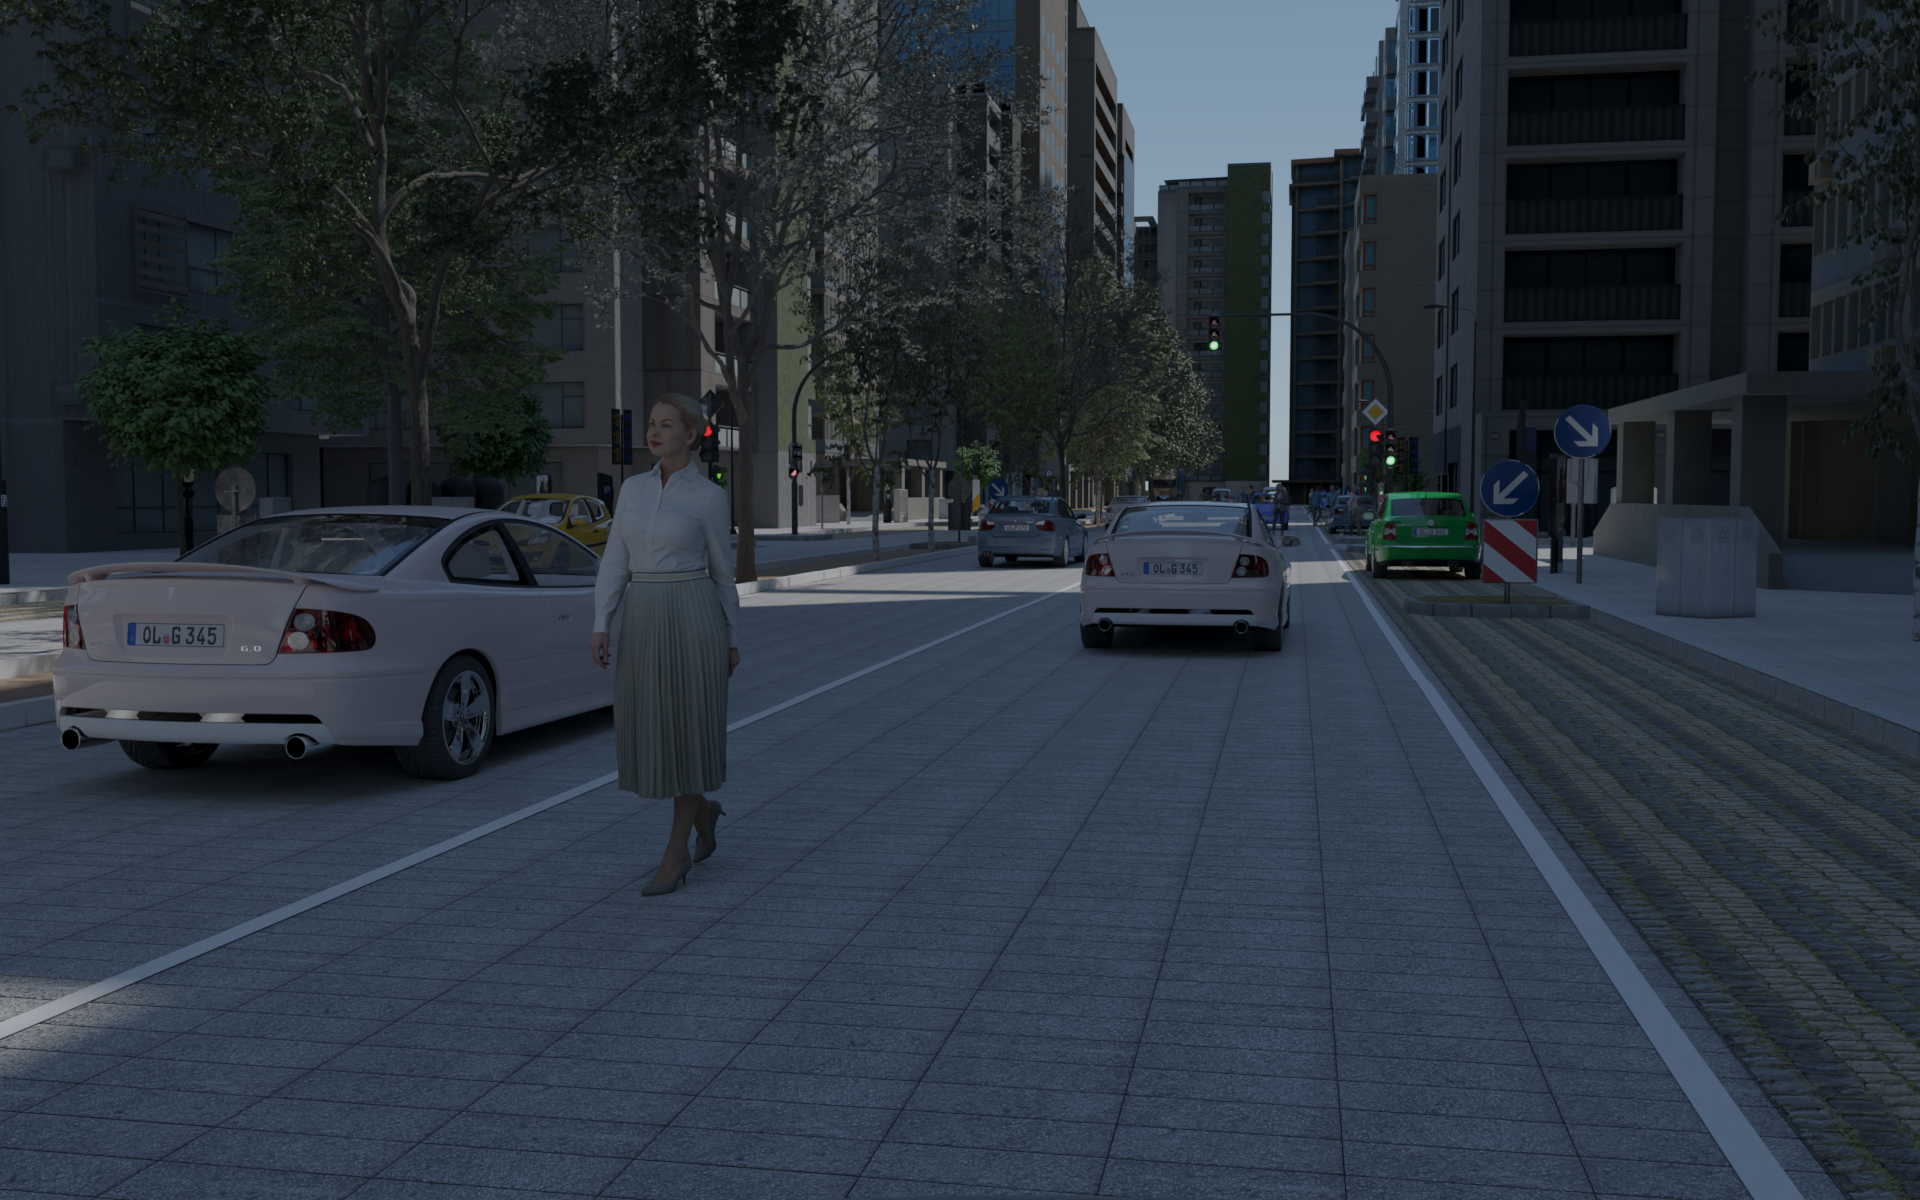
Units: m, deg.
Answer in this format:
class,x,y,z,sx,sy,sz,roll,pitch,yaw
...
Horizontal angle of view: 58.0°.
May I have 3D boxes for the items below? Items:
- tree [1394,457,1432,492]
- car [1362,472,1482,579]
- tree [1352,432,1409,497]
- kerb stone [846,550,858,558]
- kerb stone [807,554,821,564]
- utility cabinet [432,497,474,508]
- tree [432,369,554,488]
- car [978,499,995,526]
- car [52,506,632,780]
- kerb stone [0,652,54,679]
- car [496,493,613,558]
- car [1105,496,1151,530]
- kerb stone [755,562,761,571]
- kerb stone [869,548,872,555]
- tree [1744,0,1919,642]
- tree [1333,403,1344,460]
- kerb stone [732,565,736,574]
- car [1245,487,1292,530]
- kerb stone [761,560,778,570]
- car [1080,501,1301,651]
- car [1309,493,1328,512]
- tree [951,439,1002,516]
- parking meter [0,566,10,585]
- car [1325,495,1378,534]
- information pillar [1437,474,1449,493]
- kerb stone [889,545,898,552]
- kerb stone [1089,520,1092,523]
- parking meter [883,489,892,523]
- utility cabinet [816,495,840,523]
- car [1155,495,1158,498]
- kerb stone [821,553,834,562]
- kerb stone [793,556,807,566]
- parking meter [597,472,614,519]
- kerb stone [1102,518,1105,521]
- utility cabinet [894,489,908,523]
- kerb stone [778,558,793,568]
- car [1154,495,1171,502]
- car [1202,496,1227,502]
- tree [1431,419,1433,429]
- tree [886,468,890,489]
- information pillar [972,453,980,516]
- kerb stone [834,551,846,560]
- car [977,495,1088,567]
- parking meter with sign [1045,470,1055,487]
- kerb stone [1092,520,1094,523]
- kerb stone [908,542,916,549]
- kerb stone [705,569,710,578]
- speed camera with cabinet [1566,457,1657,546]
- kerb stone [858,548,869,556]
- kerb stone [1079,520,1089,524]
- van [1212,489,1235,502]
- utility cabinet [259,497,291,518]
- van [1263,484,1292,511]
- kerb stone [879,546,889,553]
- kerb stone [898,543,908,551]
class,x,y,z,sx,sy,sz,roll,pitch,yaw
tree,20.777,-5.219,79.928,1.663,3.219,1.824,0,3,0
car,8.104,-1.326,30.476,1.959,1.807,4.718,1,4,11
tree,21.712,-6.433,88.890,4.285,4.588,4.351,0,3,0
kerb stone,-2.530,-1.009,38.750,0.120,0.150,1.000,1,4,11
kerb stone,-3.114,-0.828,35.735,0.120,0.150,1.000,1,4,11
utility cabinet,-10.939,-1.585,37.070,1.020,1.237,0.306,0,4,4
tree,-12.218,-3.787,45.633,4.285,4.588,4.351,0,3,0
car,1.942,-3.569,70.718,2.083,1.381,4.827,1,4,10
car,-3.078,0.132,10.200,2.083,1.381,4.827,1,4,13
kerb stone,-7.383,0.527,13.571,0.120,0.150,1.000,1,4,11
car,-7.334,-1.240,30.495,2.015,1.641,3.980,1,4,9
car,6.893,-3.484,69.329,2.083,1.381,4.827,1,4,12
kerb stone,-3.893,-0.578,31.706,0.120,0.150,1.000,1,4,11
kerb stone,-2.137,-1.133,40.756,0.120,0.150,1.000,1,4,11
tree,8.610,-3.946,14.877,4.360,8.622,3.978,0,3,0
tree,29.778,-10.898,128.543,4.360,8.622,3.978,0,3,0
kerb stone,-4.086,-0.518,30.697,0.120,0.150,1.000,1,4,11
car,12.461,-3.703,70.128,1.945,1.707,3.694,1,4,11
kerb stone,-3.695,-0.643,32.715,0.120,0.150,1.000,1,4,11
car,2.333,-0.302,17.297,2.083,1.381,4.827,1,4,12
car,28.451,-7.750,136.302,1.945,1.707,3.694,1,4,9
tree,1.028,-7.317,103.346,4.285,4.588,4.351,0,3,0
parking meter,-13.720,-0.989,24.578,0.372,1.533,0.369,0,3,0
car,14.270,-3.110,62.850,2.014,1.417,4.499,1,4,11
information pillar,17.433,-3.553,62.580,0.304,2.012,0.304,-1,4,-13
kerb stone,-1.757,-1.258,42.764,0.120,0.150,1.000,1,4,11
kerb stone,6.121,-3.755,83.583,0.120,0.150,1.000,1,4,11
parking meter,-3.238,-4.205,77.158,0.372,1.533,0.369,0,3,0
utility cabinet,-5.885,-4.031,77.067,1.020,1.237,0.306,-2,4,-24
car,19.291,-9.296,164.350,2.083,1.381,4.827,1,4,12
kerb stone,-2.921,-0.890,36.739,0.120,0.150,1.000,1,4,11
kerb stone,-3.308,-0.761,34.731,0.120,0.150,1.000,1,4,11
parking meter,-9.618,-2.526,47.019,0.399,1.863,0.255,-3,4,-38
kerb stone,7.862,-4.309,92.643,0.120,0.150,1.000,1,4,11
utility cabinet,-2.623,-4.192,77.214,0.318,1.500,1.173,1,4,16
kerb stone,-3.504,-0.704,33.719,0.120,0.150,1.000,1,4,11
car,18.443,-8.838,157.082,1.945,1.354,3.894,1,4,12
car,17.204,-6.442,117.912,1.945,1.354,3.894,1,4,9
tree,27.093,-8.622,91.330,4.360,8.622,3.978,0,3,0
tree,-4.470,-6.710,104.303,1.663,3.219,1.824,0,3,0
information pillar,0.914,-6.620,99.595,0.504,3.616,0.183,3,5,44
kerb stone,-2.727,-0.951,37.747,0.120,0.150,1.000,1,4,11
car,1.505,-1.421,35.235,2.014,1.417,4.499,1,4,12
parking meter with sign,6.639,-7.976,126.669,0.543,3.016,1.738,0,4,-6
kerb stone,6.307,-3.815,84.590,0.120,0.150,1.000,1,4,11
kerb stone,-1.364,-1.381,44.777,0.120,0.150,1.000,1,4,11
kerb stone,-4.282,-0.458,29.686,0.120,0.150,1.000,1,4,11
speed camera with cabinet,15.838,-2.923,42.121,2.038,3.252,0.660,2,4,29
kerb stone,-2.334,-1.074,39.753,0.120,0.150,1.000,1,4,11
kerb stone,5.925,-3.693,82.569,0.120,0.150,1.000,1,4,11
van,20.035,-7.677,132.533,2.013,2.044,4.112,1,4,10
utility cabinet,-13.680,-1.434,34.610,0.306,1.237,1.020,0,4,-3
van,17.971,-5.628,99.026,2.013,2.044,4.112,1,4,9
kerb stone,-1.947,-1.197,41.760,0.120,0.150,1.000,1,4,11
kerb stone,-1.555,-1.317,43.773,0.120,0.150,1.000,1,4,11
